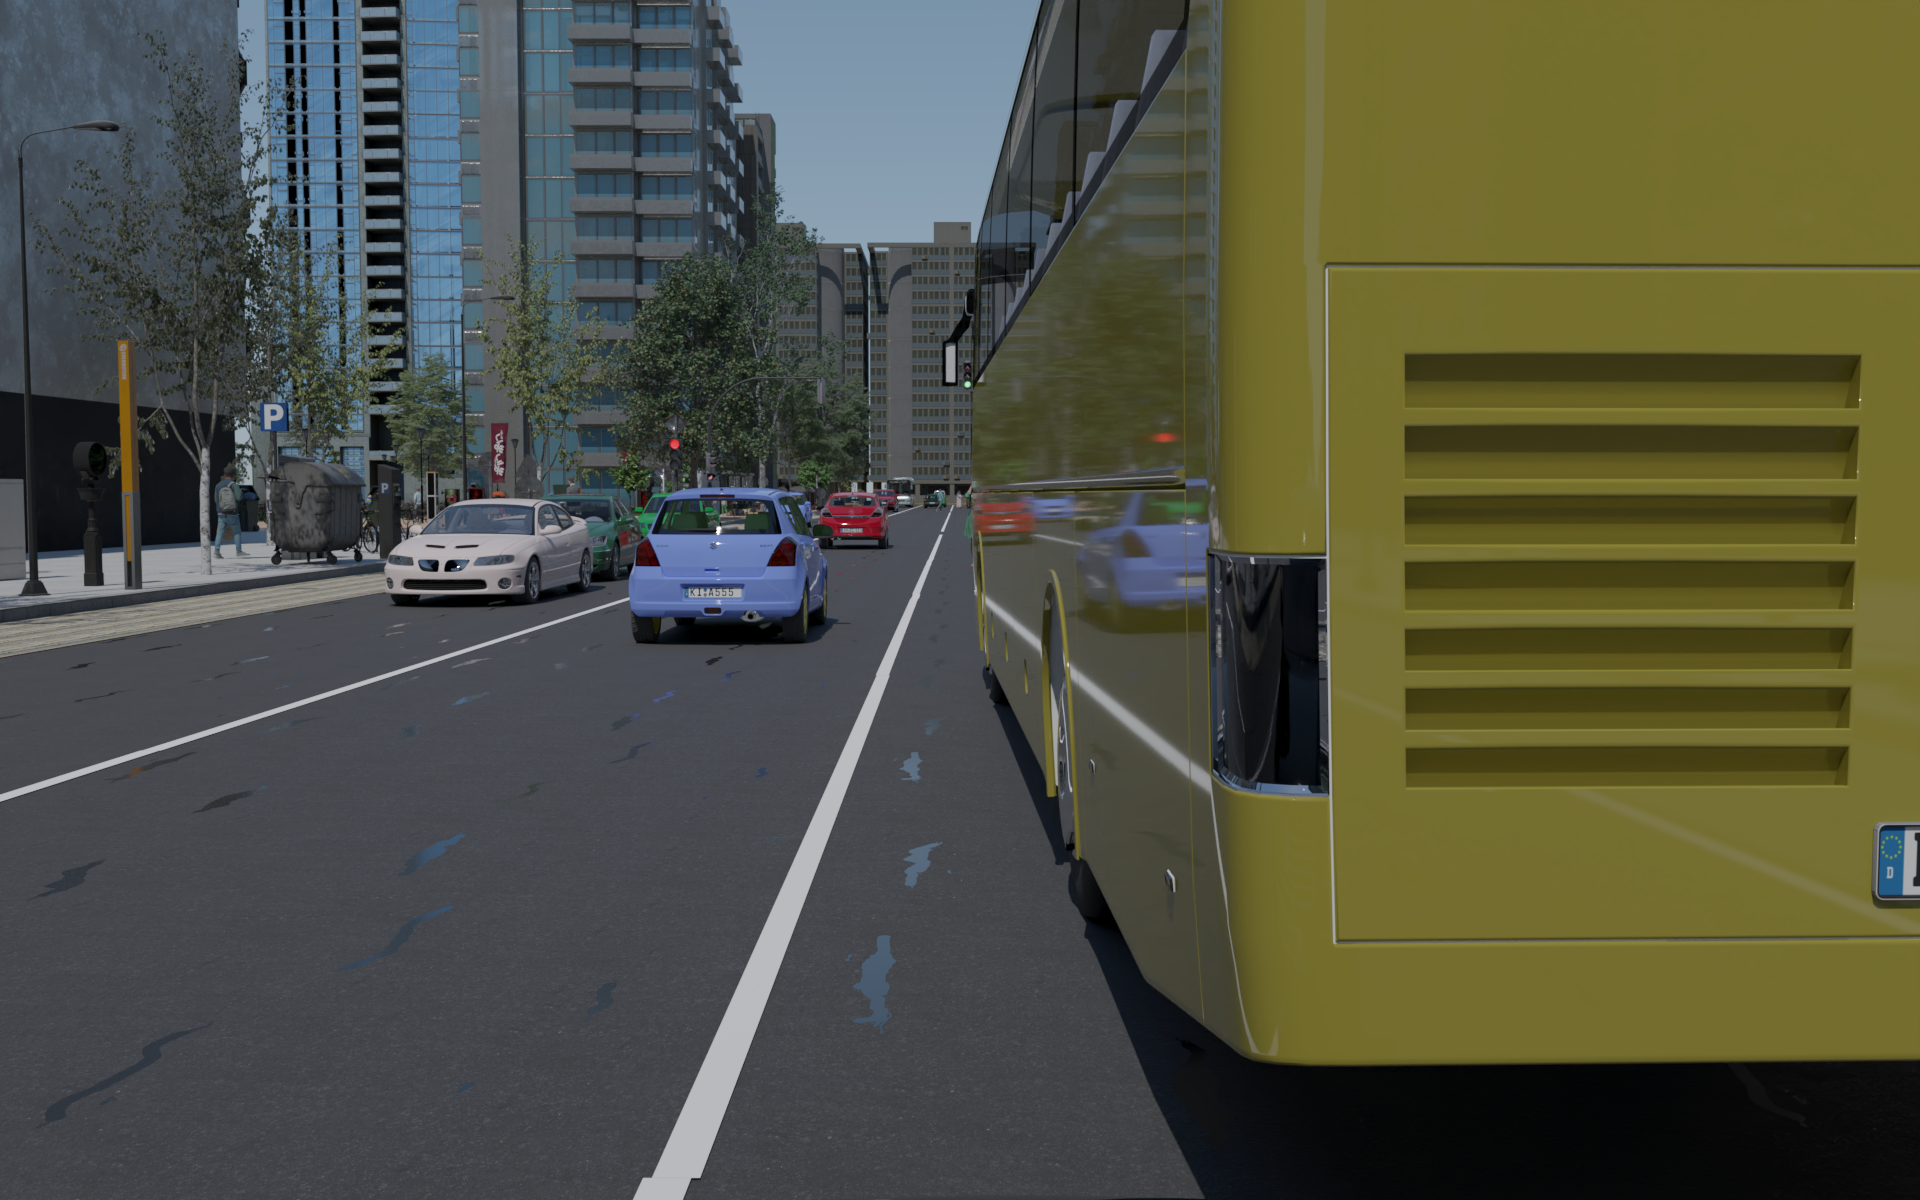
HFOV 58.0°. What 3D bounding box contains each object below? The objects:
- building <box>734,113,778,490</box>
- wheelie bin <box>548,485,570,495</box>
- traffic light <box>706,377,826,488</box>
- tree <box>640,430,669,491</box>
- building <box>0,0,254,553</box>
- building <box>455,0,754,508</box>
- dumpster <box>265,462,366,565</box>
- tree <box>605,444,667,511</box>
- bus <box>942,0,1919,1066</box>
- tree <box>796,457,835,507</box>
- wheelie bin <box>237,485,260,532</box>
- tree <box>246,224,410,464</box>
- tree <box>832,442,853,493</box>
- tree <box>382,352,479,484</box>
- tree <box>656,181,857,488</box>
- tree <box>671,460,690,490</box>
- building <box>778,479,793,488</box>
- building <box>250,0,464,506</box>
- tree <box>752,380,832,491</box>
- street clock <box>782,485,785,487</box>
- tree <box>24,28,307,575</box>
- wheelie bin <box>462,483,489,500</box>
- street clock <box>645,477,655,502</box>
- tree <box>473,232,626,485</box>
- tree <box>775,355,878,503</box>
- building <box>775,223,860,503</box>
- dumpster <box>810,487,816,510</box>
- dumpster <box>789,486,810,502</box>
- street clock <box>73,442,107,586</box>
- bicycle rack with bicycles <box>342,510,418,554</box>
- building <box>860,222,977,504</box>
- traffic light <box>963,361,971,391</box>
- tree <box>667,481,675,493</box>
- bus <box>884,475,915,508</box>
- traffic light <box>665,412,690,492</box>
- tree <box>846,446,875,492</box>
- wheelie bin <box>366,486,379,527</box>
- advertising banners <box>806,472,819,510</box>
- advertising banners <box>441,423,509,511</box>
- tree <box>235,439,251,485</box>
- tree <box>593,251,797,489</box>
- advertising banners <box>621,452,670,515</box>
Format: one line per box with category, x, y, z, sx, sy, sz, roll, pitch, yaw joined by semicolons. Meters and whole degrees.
building;-26.836;-30.410;180.792;14.154;41.232;14.086;0;3;0
wheelie bin;-13.266;-3.045;57.694;0.980;1.594;0.693;-2;4;-26
traffic light;-7.613;-5.667;67.325;4.771;5.953;1.251;0;3;0
tree;-21.262;-10.500;122.033;4.360;8.622;3.978;0;3;0
building;-28.613;-10.729;42.865;16.811;18.784;16.820;0;3;0
building;-31.689;-32.878;157.158;23.786;49.044;30.456;0;3;0
dumpster;-11.868;-1.602;31.952;1.264;1.857;1.865;0;3;0
tree;-12.656;-4.435;67.113;1.663;3.219;1.824;0;3;0
bus;1.479;-1.048;8.682;2.896;3.916;12.252;0;4;-2
tree;-12.401;-10.054;148.093;4.285;4.588;4.351;0;3;0
wheelie bin;-24.290;-3.122;58.946;0.980;1.594;0.693;1;4;21
tree;-17.838;-5.992;48.330;4.737;8.622;4.395;0;3;0
tree;-12.722;-14.132;181.423;4.737;8.622;4.395;0;3;0
tree;-42.126;-13.458;138.164;7.486;12.596;7.792;0;3;0
tree;-12.832;-15.388;107.490;12.611;20.169;13.585;0;3;0
tree;-21.408;-9.589;140.490;4.285;4.588;4.351;0;3;0
building;-34.686;-33.271;198.610;28.867;44.769;22.147;0;3;0
building;-64.620;-54.116;197.470;31.000;86.520;22.319;0;3;0
tree;-13.161;-12.075;131.845;7.601;10.594;8.767;0;4;0
street clock;-14.254;-8.289;140.101;0.358;2.002;0.471;0;4;-5
tree;-12.156;-4.712;27.404;4.360;8.622;3.978;0;3;0
wheelie bin;-13.572;-2.481;48.474;0.693;1.594;0.980;-2;4;-30
street clock;-12.750;-4.069;71.093;0.358;2.002;0.471;-3;5;-44
tree;-11.739;-6.013;48.680;4.737;8.622;4.395;0;3;0
tree;-12.103;-15.332;157.336;9.857;13.997;8.962;0;3;0
building;-25.234;-34.185;250.798;23.993;40.220;32.217;0;3;0
dumpster;-12.310;-8.177;139.447;1.264;1.857;1.865;0;3;0
dumpster;-11.852;-7.363;126.136;1.264;1.857;1.865;0;4;0
street clock;-12.071;-1.193;24.083;0.358;2.002;0.471;0;4;4
bicycle rack with bicycles;-13.165;-1.465;37.328;2.852;0.926;2.925;-2;4;-31
building;-1.145;-34.138;250.038;23.993;40.220;32.217;0;3;0
traffic light;2.474;-5.170;59.192;4.771;5.953;1.251;0;3;0
tree;-21.981;-8.495;133.500;1.663;3.219;1.824;0;3;0
bus;-6.395;-11.773;187.342;2.948;3.499;13.247;0;4;1
traffic light;-9.695;-4.305;59.303;0.839;4.253;0.868;0;3;0
tree;-12.610;-15.859;209.662;4.360;8.622;3.978;0;3;0
wheelie bin;-22.630;-3.645;67.506;0.693;1.594;0.980;2;4;26
advertising banners;-11.739;-8.642;137.480;0.090;3.025;2.074;2;4;26
advertising banners;-12.027;-2.862;42.988;2.074;3.025;0.090;2;4;23
tree;-63.112;-10.345;132.040;11.467;7.101;20.602;0;4;3
tree;-12.598;-10.089;81.971;9.611;12.733;9.660;0;3;0
advertising banners;-12.951;-4.609;71.546;2.074;3.025;0.090;0;4;-7
